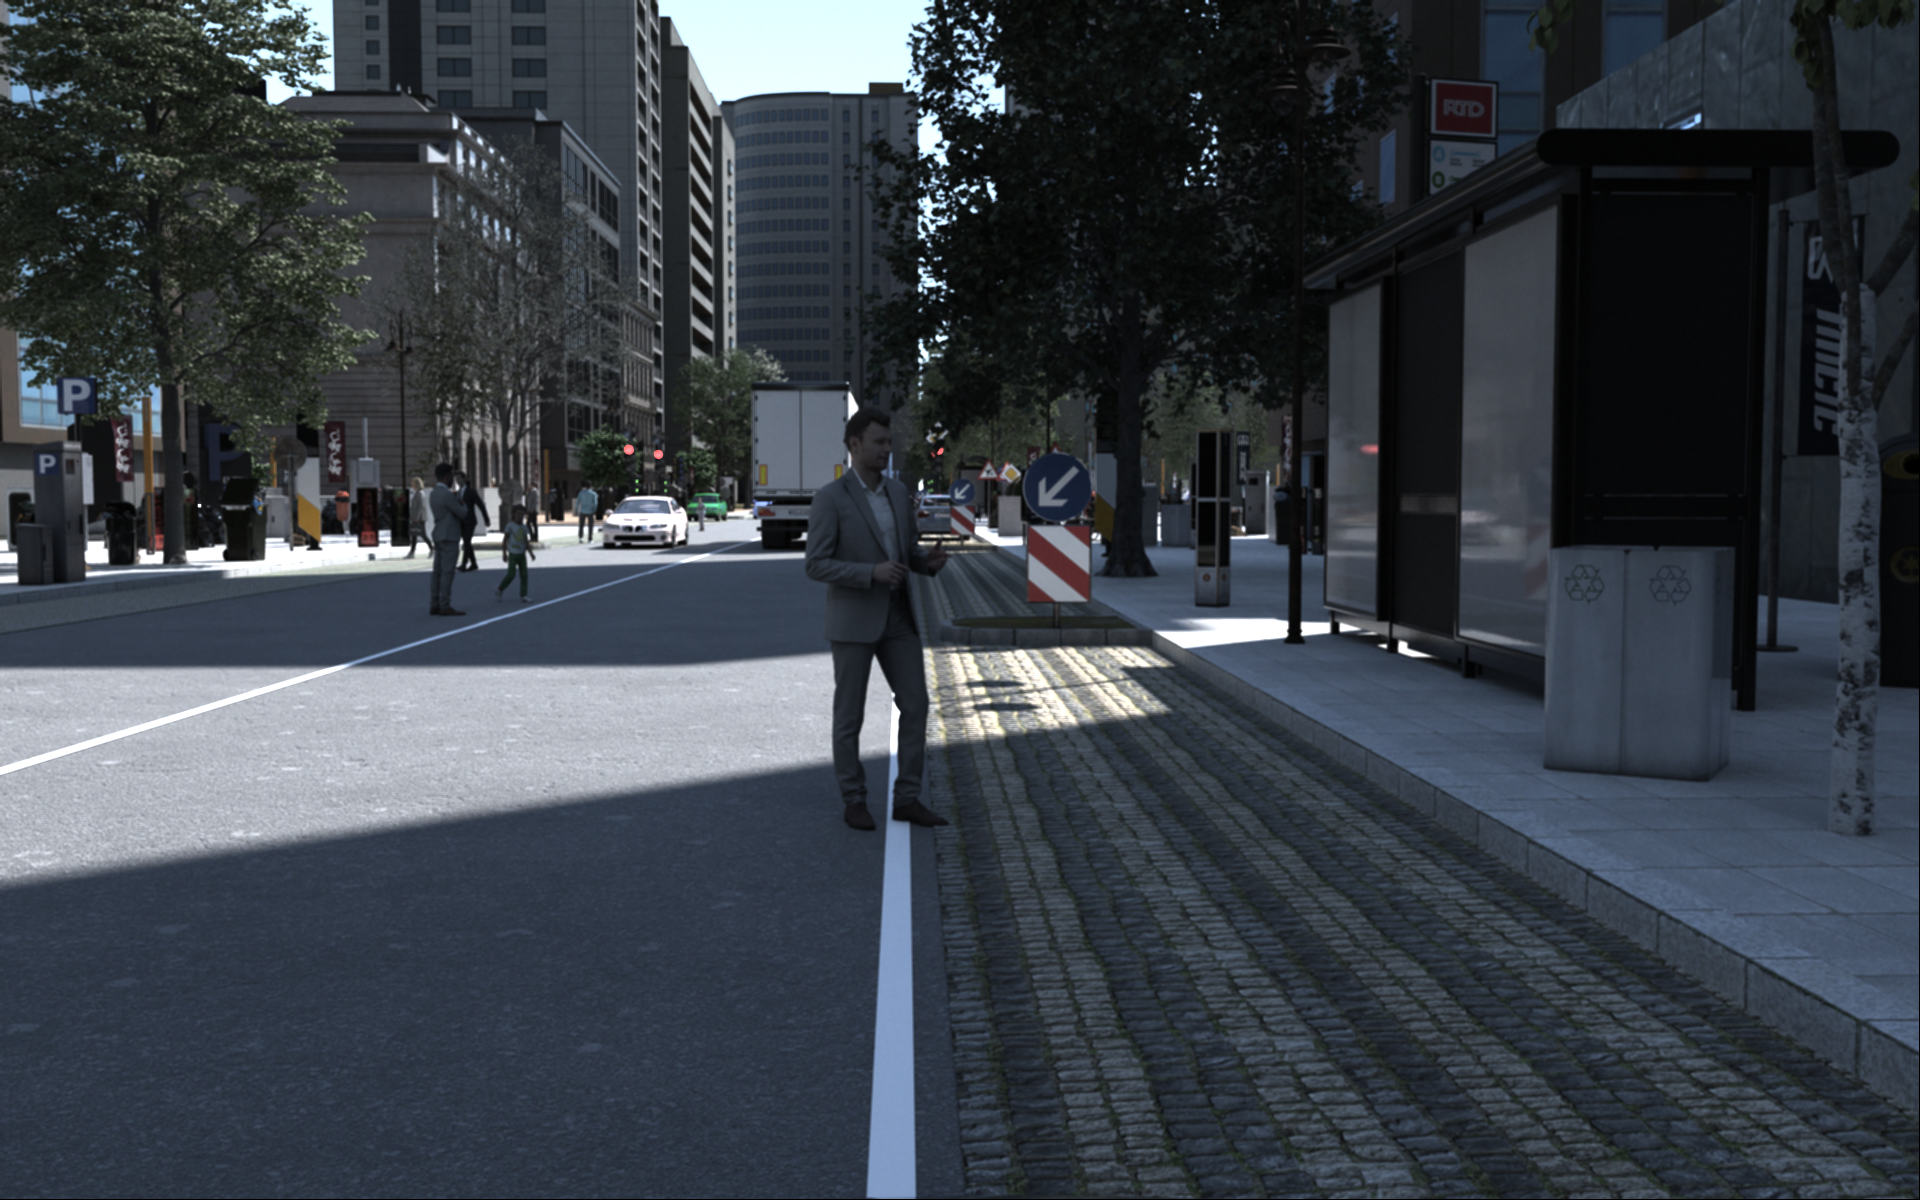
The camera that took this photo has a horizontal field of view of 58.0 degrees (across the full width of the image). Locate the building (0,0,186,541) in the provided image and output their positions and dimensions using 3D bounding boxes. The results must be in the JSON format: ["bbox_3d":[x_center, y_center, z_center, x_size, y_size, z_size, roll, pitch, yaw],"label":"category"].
[{"bbox_3d":[-33.268,-24.501,50.704,14.200,45.320,14.600,0,4,-2],"label":"building"}]

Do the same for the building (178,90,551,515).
[{"bbox_3d":[-31.040,-15.373,93.154,13.314,21.916,24.055,0,4,-2],"label":"building"}]

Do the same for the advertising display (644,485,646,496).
[{"bbox_3d":[-23.422,-7.429,126.679,0.974,1.923,0.123,-1,4,-10],"label":"advertising display"}]

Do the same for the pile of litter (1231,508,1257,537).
[{"bbox_3d":[8.179,-2.369,52.698,1.176,0.858,1.719,-3,4,-37],"label":"pile of litter"}]

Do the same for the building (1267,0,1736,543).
[{"bbox_3d":[16.196,-24.038,43.136,14.600,45.320,14.200,0,4,-2],"label":"building"}]

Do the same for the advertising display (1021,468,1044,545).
[{"bbox_3d":[1.835,-2.351,43.655,0.123,1.923,0.974,2,4,33],"label":"advertising display"}]

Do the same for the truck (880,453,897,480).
[{"bbox_3d":[-4.846,-6.229,91.597,2.967,4.110,18.799,0,4,-2],"label":"truck"}]

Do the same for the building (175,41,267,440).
[{"bbox_3d":[-44.802,-15.737,86.986,15.834,23.373,12.332,0,4,-2],"label":"building"}]

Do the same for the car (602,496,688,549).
[{"bbox_3d":[-8.509,-2.126,47.116,2.083,1.381,4.827,0,4,-2],"label":"car"}]

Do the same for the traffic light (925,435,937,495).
[{"bbox_3d":[-1.108,-5.263,74.968,0.839,4.253,0.868,0,4,-2],"label":"traffic light"}]

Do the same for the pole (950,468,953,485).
[{"bbox_3d":[-0.627,-7.920,123.330,0.158,3.312,0.155,0,3,0],"label":"pole"}]

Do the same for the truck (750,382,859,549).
[{"bbox_3d":[-4.154,-3.668,48.882,2.839,4.237,11.283,0,4,-2],"label":"truck"}]

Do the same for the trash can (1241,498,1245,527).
[{"bbox_3d":[11.403,-3.453,68.102,0.748,1.137,0.748,0,3,0],"label":"trash can"}]

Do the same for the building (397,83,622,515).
[{"bbox_3d":[-31.717,-19.783,116.955,14.314,27.812,24.014,0,4,-2],"label":"building"}]

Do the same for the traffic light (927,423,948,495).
[{"bbox_3d":[-0.851,-4.775,66.987,0.839,4.253,0.868,0,4,-2],"label":"traffic light"}]

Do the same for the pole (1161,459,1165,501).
[{"bbox_3d":[11.651,-6.467,99.578,0.158,3.312,0.155,0,3,0],"label":"pole"}]

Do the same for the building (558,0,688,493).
[{"bbox_3d":[-36.065,-44.049,158.450,20.563,71.187,20.611,0,4,-2],"label":"building"}]

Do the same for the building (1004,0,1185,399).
[{"bbox_3d":[15.649,-40.466,203.617,21.231,58.520,28.212,0,4,-2],"label":"building"}]

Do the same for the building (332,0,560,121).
[{"bbox_3d":[-60.239,-46.911,205.238,20.611,71.187,20.563,0,4,-2],"label":"building"}]

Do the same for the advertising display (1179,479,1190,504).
[{"bbox_3d":[9.853,-4.335,76.085,0.123,1.923,0.974,2,4,31],"label":"advertising display"}]

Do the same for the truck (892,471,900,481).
[{"bbox_3d":[-7.838,-12.509,194.276,2.967,4.110,18.799,0,4,-2],"label":"truck"}]

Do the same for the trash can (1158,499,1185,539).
[{"bbox_3d":[5.799,-2.191,47.484,0.748,1.137,0.748,0,3,0],"label":"trash can"}]

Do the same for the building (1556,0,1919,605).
[{"bbox_3d":[21.558,-42.741,11.492,22.319,86.520,31.000,0,4,-2],"label":"building"}]

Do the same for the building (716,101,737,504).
[{"bbox_3d":[-38.209,-35.608,205.887,21.600,48.544,21.300,0,4,-2],"label":"building"}]

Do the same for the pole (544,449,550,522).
[{"bbox_3d":[-18.876,-5.217,79.140,0.158,3.312,0.155,0,3,0],"label":"pole"}]

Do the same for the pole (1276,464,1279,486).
[{"bbox_3d":[21.387,-7.509,116.610,0.158,3.312,0.155,0,3,0],"label":"pole"}]

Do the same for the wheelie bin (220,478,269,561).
[{"bbox_3d":[-13.762,-1.553,33.298,0.980,1.594,0.693,1,4,10],"label":"wheelie bin"}]

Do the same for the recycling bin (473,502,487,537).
[{"bbox_3d":[-14.768,-2.439,52.439,0.722,1.027,0.722,-2,4,-30],"label":"recycling bin"}]

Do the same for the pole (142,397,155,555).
[{"bbox_3d":[-17.110,-2.611,36.526,0.158,3.312,0.155,0,3,0],"label":"pole"}]

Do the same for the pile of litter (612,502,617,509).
[{"bbox_3d":[-18.184,-4.828,92.894,1.176,0.858,1.719,-1,4,-22],"label":"pile of litter"}]

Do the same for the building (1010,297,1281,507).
[{"bbox_3d":[19.614,-20.263,176.342,27.650,21.520,28.899,0,4,-2],"label":"building"}]

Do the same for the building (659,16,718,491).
[{"bbox_3d":[-37.522,-34.057,180.536,21.300,48.544,21.600,0,4,-2],"label":"building"}]

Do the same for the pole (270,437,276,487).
[{"bbox_3d":[-24.595,-4.172,62.053,0.158,3.312,0.155,0,3,0],"label":"pole"}]

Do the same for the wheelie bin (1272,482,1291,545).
[{"bbox_3d":[8.255,-2.189,43.704,0.693,1.594,0.980,1,4,17],"label":"wheelie bin"}]

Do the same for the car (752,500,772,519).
[{"bbox_3d":[-11.030,-5.548,100.304,1.945,1.707,3.694,0,4,-2],"label":"car"}]

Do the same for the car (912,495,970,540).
[{"bbox_3d":[-0.600,-2.598,54.472,2.014,1.417,4.499,0,4,-2],"label":"car"}]

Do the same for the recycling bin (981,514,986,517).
[{"bbox_3d":[1.221,-5.234,98.131,0.722,1.027,0.722,1,4,12],"label":"recycling bin"}]

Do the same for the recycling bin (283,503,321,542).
[{"bbox_3d":[-17.731,-2.088,46.691,0.722,1.027,0.722,1,4,10],"label":"recycling bin"}]

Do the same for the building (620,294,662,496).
[{"bbox_3d":[-30.470,-16.774,138.880,10.561,19.102,19.286,0,4,-2],"label":"building"}]

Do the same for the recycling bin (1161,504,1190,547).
[{"bbox_3d":[5.393,-1.817,42.255,0.722,1.027,0.722,-2,4,-26],"label":"recycling bin"}]

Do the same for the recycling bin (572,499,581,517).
[{"bbox_3d":[-21.593,-5.257,98.511,0.722,1.027,0.722,-2,4,-32],"label":"recycling bin"}]

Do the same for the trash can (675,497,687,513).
[{"bbox_3d":[-15.661,-5.231,97.187,0.748,1.137,0.748,0,3,0],"label":"trash can"}]

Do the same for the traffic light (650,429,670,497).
[{"bbox_3d":[-12.913,-5.239,74.574,0.839,4.253,0.868,0,4,-2],"label":"traffic light"}]

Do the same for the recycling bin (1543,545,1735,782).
[{"bbox_3d":[3.202,0.269,8.158,0.722,1.027,0.722,2,4,32],"label":"recycling bin"}]

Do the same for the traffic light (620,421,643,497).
[{"bbox_3d":[-12.656,-4.751,66.593,0.839,4.253,0.868,0,4,-2],"label":"traffic light"}]
